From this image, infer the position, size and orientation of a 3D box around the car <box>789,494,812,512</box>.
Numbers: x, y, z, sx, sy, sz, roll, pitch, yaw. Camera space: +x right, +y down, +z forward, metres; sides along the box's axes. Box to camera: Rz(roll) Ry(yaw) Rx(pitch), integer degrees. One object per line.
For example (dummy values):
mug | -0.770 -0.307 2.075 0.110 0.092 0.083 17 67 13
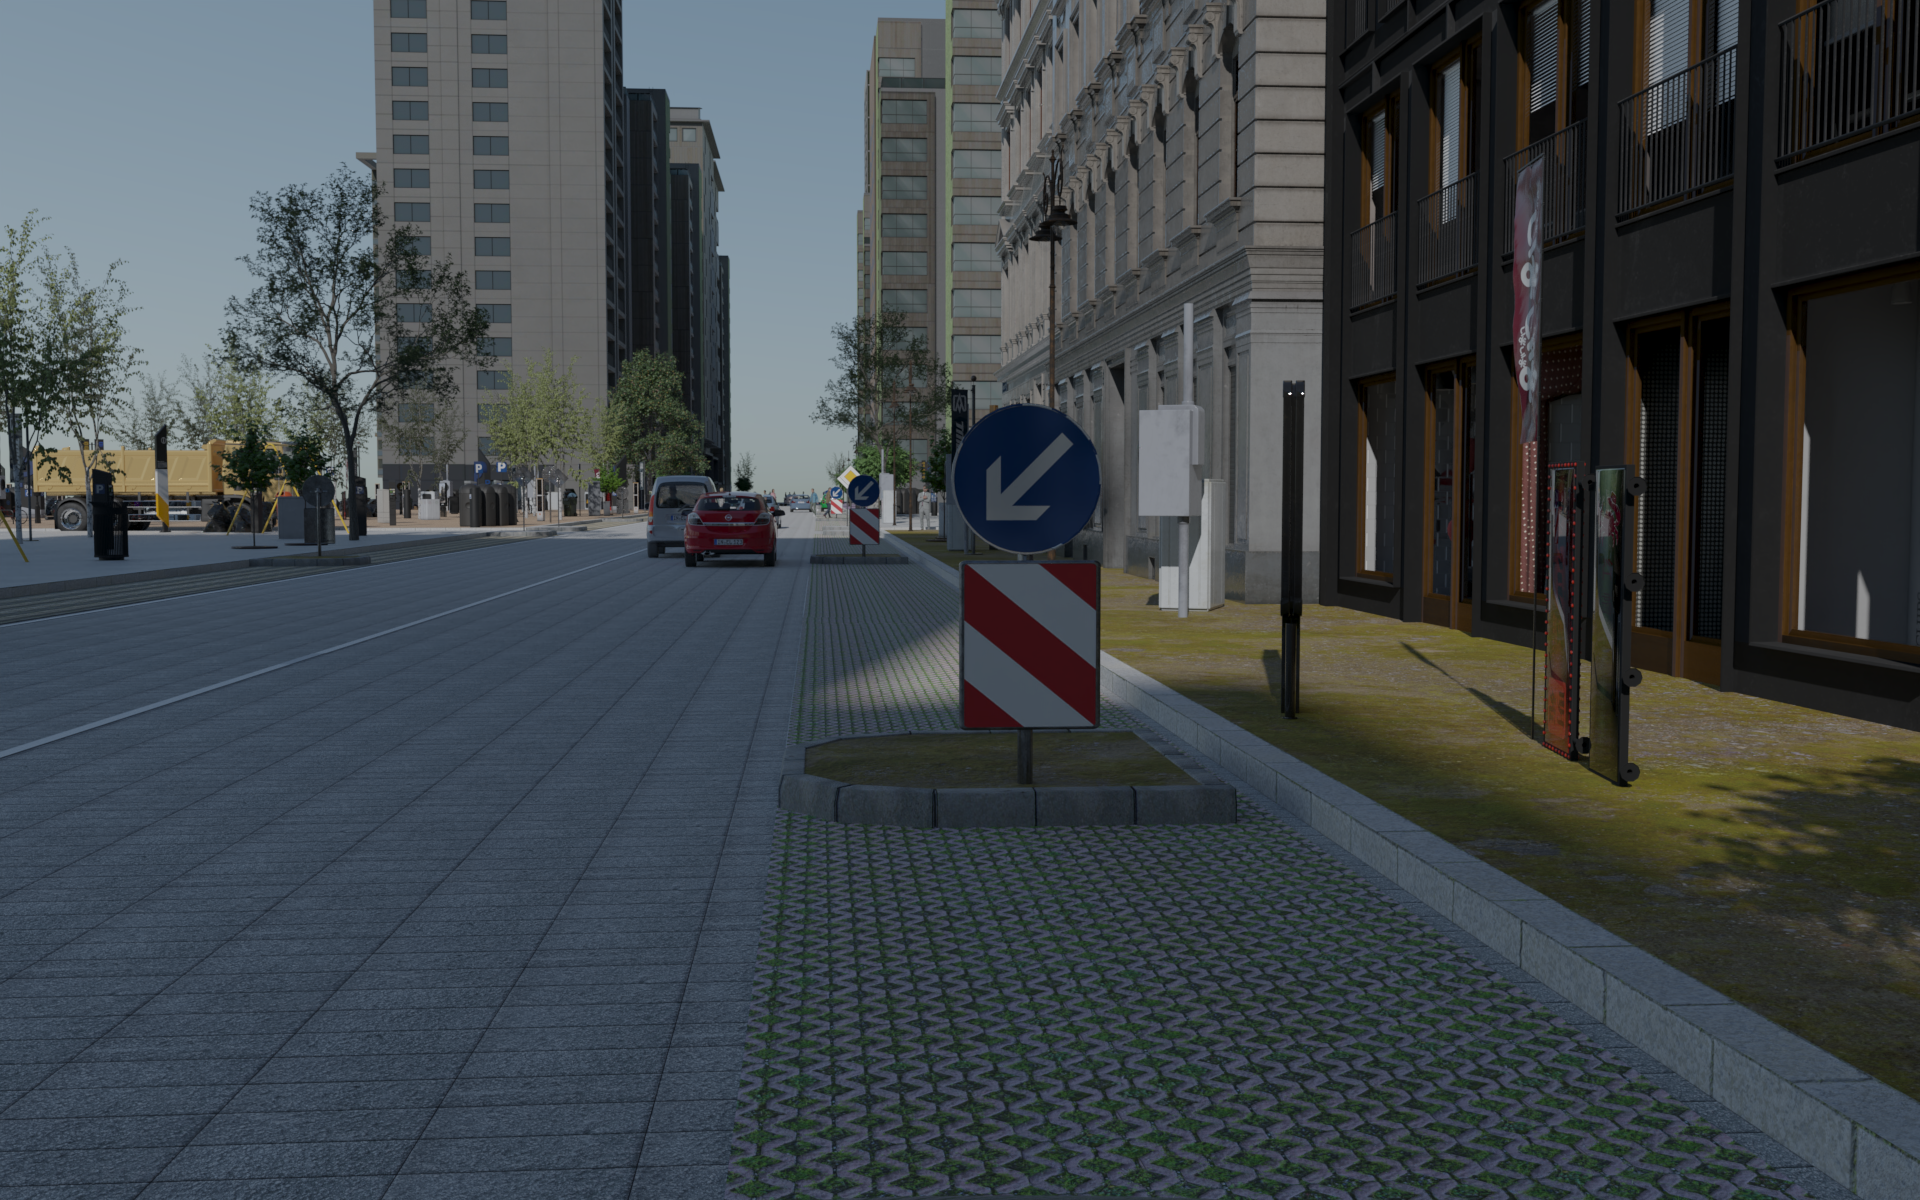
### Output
car | -12.584 -7.658 137.218 2.014 1.417 4.499 0 4 -5

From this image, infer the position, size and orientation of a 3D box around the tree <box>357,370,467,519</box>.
tree | -27.881 -8.439 88.344 4.360 8.622 3.978 0 3 0

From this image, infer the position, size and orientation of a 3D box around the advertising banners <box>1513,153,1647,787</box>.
advertising banners | 2.962 -0.749 8.436 0.090 3.025 2.074 0 4 4

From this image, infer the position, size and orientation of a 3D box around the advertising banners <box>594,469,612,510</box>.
advertising banners | -24.657 -7.671 121.612 2.074 3.025 0.090 -1 4 -21

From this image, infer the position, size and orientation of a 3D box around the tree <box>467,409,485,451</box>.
tree | -38.803 -10.986 129.990 4.360 8.622 3.978 0 3 0

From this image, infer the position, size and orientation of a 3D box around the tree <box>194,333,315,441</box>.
tree | -32.254 -7.818 78.180 4.737 8.622 4.395 0 3 0

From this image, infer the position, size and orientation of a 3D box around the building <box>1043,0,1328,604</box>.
building | 7.262 -10.985 28.752 9.793 20.994 18.267 0 4 -5

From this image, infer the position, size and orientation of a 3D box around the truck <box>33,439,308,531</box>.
truck | -27.729 -4.059 62.285 9.791 3.379 3.469 0 4 -4

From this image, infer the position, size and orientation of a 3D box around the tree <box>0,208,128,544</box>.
tree | -23.991 -5.748 44.340 4.737 8.622 4.395 0 3 0

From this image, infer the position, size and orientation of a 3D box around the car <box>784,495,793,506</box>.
car | -20.163 -11.951 207.763 2.083 1.381 4.827 0 4 -3

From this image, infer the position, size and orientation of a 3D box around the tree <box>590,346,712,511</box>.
tree | -24.047 -13.301 134.486 9.611 12.733 9.660 0 3 0

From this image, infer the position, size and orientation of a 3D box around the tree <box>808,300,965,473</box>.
tree | -3.414 -9.056 82.473 8.767 10.594 7.601 2 4 25

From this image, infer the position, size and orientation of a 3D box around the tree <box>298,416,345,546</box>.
tree | -16.259 -2.982 43.362 1.663 3.219 1.824 0 3 0

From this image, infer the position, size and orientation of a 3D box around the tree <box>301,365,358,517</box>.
tree | -35.510 -9.086 98.920 4.360 8.622 3.978 0 3 0

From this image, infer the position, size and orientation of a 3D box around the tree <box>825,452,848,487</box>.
tree | -20.754 -21.071 294.877 4.360 8.622 3.978 0 3 0

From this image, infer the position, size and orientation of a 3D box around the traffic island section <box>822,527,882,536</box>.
traffic island section | -3.793 -2.344 60.609 2.009 0.180 2.903 0 4 -5

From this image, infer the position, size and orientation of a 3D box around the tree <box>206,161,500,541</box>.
tree | -16.742 -6.945 47.960 8.767 10.594 7.601 0 4 0

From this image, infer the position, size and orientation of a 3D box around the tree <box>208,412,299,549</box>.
tree | -16.681 -2.826 40.806 1.663 3.219 1.824 0 3 0

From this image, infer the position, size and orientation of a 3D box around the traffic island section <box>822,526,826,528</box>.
traffic island section | -4.441 -2.831 68.568 2.009 0.180 2.903 0 4 -5

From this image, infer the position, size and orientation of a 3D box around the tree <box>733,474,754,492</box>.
tree | -35.497 -18.366 283.996 4.285 4.588 4.351 0 3 0

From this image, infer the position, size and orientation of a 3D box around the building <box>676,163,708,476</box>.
building | -38.306 -32.049 207.598 14.154 41.232 14.086 0 4 -5

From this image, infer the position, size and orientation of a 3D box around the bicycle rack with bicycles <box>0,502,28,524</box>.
bicycle rack with bicycles | -41.259 -3.634 72.794 2.925 0.926 2.852 1 4 9

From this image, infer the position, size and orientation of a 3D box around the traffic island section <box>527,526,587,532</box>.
traffic island section | -15.695 -2.776 67.661 2.009 0.180 2.903 0 4 -5

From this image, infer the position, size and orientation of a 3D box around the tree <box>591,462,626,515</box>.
tree | -21.692 -6.763 105.177 1.663 3.219 1.824 0 3 0

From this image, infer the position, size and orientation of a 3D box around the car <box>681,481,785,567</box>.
car | -4.677 -1.626 35.626 2.155 1.783 4.494 0 4 -5

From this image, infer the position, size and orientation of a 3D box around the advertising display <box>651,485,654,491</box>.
advertising display | -22.506 -7.521 128.186 0.123 1.923 0.974 2 4 29

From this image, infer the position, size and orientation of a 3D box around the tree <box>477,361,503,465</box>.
tree | -23.304 -8.655 91.867 4.737 8.622 4.395 0 3 0

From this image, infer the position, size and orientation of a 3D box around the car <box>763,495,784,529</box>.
car | -8.400 -3.699 72.475 2.014 1.417 4.499 0 4 -4

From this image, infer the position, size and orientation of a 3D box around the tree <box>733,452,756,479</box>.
tree | -36.293 -20.917 292.351 4.360 8.622 3.978 0 3 0

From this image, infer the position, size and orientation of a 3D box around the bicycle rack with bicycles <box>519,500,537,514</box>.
bicycle rack with bicycles | -27.582 -5.855 109.113 2.852 0.926 2.925 -2 4 -24

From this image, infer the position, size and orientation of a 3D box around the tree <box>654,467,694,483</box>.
tree | -24.595 -10.122 149.205 4.285 4.588 4.351 0 3 0

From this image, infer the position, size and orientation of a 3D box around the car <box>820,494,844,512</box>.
car | -10.410 -8.059 140.554 1.959 1.807 4.718 0 4 -4

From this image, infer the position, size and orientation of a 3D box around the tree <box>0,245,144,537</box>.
tree | -25.824 -6.146 50.847 4.360 8.622 3.978 0 3 0

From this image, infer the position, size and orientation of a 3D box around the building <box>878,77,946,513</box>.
building | 1.143 -21.556 124.142 14.160 30.474 14.107 0 4 -5

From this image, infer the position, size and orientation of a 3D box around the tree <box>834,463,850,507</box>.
tree | -11.275 -11.930 178.774 4.285 4.588 4.351 0 3 0

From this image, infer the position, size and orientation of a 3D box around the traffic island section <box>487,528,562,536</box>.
traffic island section | -15.048 -2.289 59.702 2.009 0.180 2.903 0 4 -5

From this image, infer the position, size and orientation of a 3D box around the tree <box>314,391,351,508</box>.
tree | -38.550 -9.358 103.362 4.737 8.622 4.395 0 3 0

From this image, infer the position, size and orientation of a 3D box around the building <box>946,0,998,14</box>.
building | 6.027 -25.596 102.082 14.154 41.232 14.086 0 4 -5

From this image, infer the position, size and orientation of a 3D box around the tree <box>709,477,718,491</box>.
tree | -28.296 -12.296 195.647 1.663 3.219 1.824 0 3 0

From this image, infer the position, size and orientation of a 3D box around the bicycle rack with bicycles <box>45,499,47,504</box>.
bicycle rack with bicycles | -62.885 -6.472 119.192 2.852 0.926 2.925 -3 4 -39

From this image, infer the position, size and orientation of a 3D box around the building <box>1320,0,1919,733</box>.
building | 10.923 -11.145 11.902 12.332 23.373 15.834 0 4 -5

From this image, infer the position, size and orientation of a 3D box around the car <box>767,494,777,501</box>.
car | -26.736 -14.157 243.463 2.014 1.417 4.499 0 4 -3

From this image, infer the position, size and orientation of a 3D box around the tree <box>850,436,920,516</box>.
tree | -4.000 -7.178 101.075 4.285 4.588 4.351 0 3 0

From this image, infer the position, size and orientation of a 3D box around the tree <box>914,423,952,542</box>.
tree | -0.203 -3.337 49.157 1.663 3.219 1.824 0 3 0

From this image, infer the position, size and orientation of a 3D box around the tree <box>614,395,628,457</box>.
tree | -26.029 -10.737 125.911 4.737 8.622 4.395 0 3 0

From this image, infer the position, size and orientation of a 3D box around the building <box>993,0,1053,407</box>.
building | 7.211 -12.988 48.516 11.583 22.565 21.152 0 4 -5

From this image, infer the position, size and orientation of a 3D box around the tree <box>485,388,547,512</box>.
tree | -31.852 -10.734 125.856 4.360 8.622 3.978 0 3 0

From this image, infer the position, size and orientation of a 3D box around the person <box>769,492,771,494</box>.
person | -27.748 -14.947 253.019 1.348 1.807 0.705 0 4 7

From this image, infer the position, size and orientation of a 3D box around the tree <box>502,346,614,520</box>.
tree | -19.885 -8.297 86.022 4.737 8.622 4.395 0 3 0

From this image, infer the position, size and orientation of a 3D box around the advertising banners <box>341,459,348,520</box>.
advertising banners | -30.664 -5.511 86.292 0.090 3.025 2.074 -2 4 -27

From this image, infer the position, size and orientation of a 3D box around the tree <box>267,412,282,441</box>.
tree | -48.849 -10.288 118.571 4.360 8.622 3.978 0 3 0

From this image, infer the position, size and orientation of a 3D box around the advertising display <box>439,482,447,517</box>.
advertising display | -28.857 -5.596 96.712 0.123 1.923 0.974 -3 4 -36

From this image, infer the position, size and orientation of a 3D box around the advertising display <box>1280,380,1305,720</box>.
advertising display | 1.963 -0.308 10.244 0.123 1.923 0.974 1 4 11

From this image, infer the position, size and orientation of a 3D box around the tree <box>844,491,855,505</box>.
tree | -16.251 -15.643 250.365 1.663 3.219 1.824 0 3 0

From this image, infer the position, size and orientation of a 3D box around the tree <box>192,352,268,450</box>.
tree | -38.865 -8.482 89.050 4.360 8.622 3.978 0 3 0
